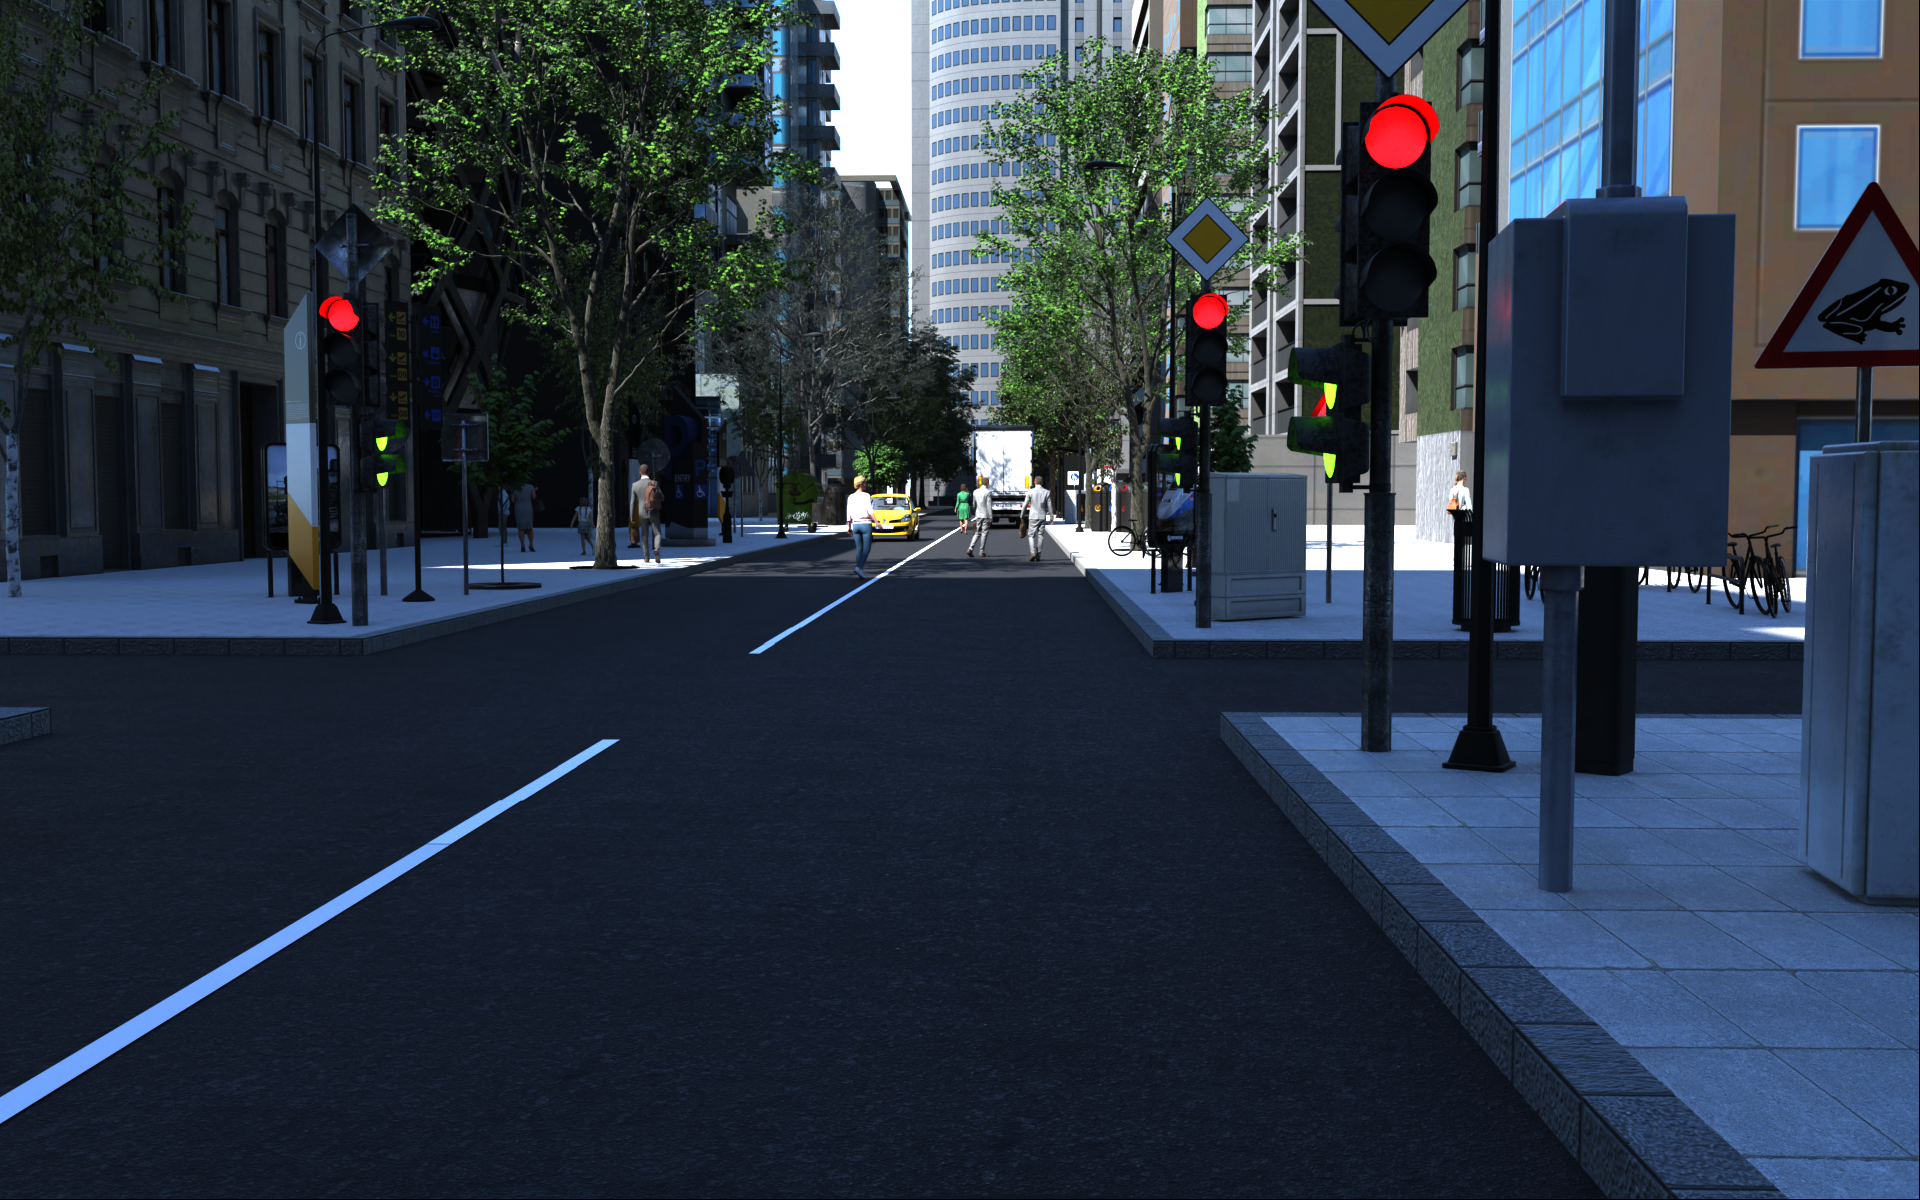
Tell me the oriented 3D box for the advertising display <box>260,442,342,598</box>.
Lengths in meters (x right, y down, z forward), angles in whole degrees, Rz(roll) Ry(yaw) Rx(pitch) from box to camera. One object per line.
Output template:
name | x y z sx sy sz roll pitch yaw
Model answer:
advertising display | -8.256 -1.011 21.741 0.974 1.923 0.123 -3 5 -45

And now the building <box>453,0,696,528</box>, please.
building | -18.779 -14.888 73.099 12.332 23.373 15.834 0 4 2

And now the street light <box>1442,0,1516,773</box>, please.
street light | 1.902 -2.168 7.995 1.470 5.913 1.316 0 4 2

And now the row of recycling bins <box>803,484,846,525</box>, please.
row of recycling bins | -5.748 -4.007 72.627 1.069 1.692 3.534 -2 4 -25

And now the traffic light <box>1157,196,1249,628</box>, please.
traffic light | 2.321 -1.689 16.540 0.839 4.253 0.868 0 4 2

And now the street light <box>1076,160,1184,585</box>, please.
street light | 2.434 -3.164 24.267 1.470 5.913 1.316 0 4 2

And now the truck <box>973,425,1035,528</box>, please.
truck | 1.943 -5.323 75.943 2.839 4.237 11.283 0 4 2

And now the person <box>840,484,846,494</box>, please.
person | -5.849 -4.748 83.940 0.793 1.790 0.793 0 4 -1

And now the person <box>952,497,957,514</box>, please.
person | -0.187 -6.823 123.295 0.697 1.427 0.421 1 4 15

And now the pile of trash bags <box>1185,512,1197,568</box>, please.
pile of trash bags | 5.083 -1.326 31.438 1.912 1.369 3.447 1 4 13

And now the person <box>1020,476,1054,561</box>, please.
person | 1.639 -1.738 37.037 0.709 1.813 0.853 0 4 -8

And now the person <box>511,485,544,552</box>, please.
person | -9.589 -1.961 38.463 0.716 1.782 0.532 -1 4 -10

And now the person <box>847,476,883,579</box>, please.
person | -1.638 -1.227 29.226 0.731 1.740 0.598 1 4 19

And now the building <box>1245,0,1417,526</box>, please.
building | 21.961 -38.853 73.498 20.563 71.187 20.611 0 4 2

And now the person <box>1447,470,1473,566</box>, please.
person | 8.752 -1.422 30.304 0.522 1.701 0.512 -2 4 -32

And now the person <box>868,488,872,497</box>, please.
person | -6.514 -7.272 125.862 0.541 1.710 0.530 -3 4 -36

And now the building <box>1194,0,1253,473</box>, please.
building | 20.596 -25.510 100.688 14.154 41.232 14.086 0 4 2

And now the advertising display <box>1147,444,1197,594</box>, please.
advertising display | 2.772 -1.064 22.607 0.123 1.923 0.974 3 5 41

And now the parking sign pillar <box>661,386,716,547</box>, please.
parking sign pillar | -6.748 -3.311 42.608 1.447 3.967 1.447 -3 5 -42

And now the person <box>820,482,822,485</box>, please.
person | -6.422 -4.565 80.541 0.748 1.841 0.638 -2 4 -25

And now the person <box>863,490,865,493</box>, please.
person | -9.058 -9.716 164.767 0.599 1.838 0.709 1 4 17

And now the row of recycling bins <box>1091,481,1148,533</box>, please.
row of recycling bins | 5.571 -3.112 57.998 1.069 1.692 3.534 -2 4 -29

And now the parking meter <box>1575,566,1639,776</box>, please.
parking meter | 2.912 -0.141 8.022 0.399 1.863 0.255 3 5 41

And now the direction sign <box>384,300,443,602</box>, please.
direction sign | -6.490 -1.753 20.656 0.379 3.537 0.876 2 4 27

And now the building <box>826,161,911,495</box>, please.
building | -18.047 -31.092 200.240 23.993 40.220 32.217 0 4 2

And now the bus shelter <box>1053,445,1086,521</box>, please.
bus shelter | 5.556 -5.829 86.590 1.731 3.624 6.357 0 4 2

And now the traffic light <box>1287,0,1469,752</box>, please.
traffic light | 2.065 -1.201 8.559 0.839 4.253 0.868 0 4 2

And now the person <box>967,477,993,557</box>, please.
person | 0.525 -1.881 39.382 0.709 1.813 0.853 3 5 40

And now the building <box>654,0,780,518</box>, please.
building | -22.474 -48.532 106.178 22.319 86.520 31.000 0 4 2

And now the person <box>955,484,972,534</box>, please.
person | 0.127 -3.248 61.853 0.600 1.795 0.529 0 4 -8

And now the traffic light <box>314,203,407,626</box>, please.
traffic light | -5.837 -1.704 16.784 0.839 4.253 0.868 0 4 2

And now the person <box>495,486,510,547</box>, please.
person | -11.193 -2.113 42.400 0.330 1.601 0.589 0 4 4

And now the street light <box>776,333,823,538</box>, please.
street light | -4.635 -4.736 49.973 1.470 5.913 1.316 0 4 2

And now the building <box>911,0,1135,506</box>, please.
building | 8.846 -39.807 192.838 28.212 58.520 21.231 0 4 2

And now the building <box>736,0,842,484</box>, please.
building | -25.854 -32.334 148.276 30.456 49.044 23.786 0 4 2

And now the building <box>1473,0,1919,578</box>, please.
building | 18.561 -23.315 31.315 14.200 45.320 14.600 0 4 2

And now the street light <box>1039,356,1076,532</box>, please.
street light | 3.461 -5.212 57.764 1.470 5.913 1.316 0 4 2

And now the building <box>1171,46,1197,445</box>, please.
building | 20.922 -21.031 115.561 14.160 30.474 14.107 0 4 2

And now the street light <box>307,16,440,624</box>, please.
street light | -5.756 -2.720 17.017 1.470 5.913 1.316 0 4 2

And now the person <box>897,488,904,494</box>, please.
person | -5.362 -9.103 154.738 0.599 1.838 0.709 -2 4 -32

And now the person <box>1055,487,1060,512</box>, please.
person | 6.939 -7.235 124.354 0.705 1.821 1.348 -2 4 -33

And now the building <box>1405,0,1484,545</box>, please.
building | 19.844 -16.990 49.483 14.160 30.474 14.107 0 4 2

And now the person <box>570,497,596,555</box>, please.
person | -7.914 -1.547 36.347 0.505 1.210 0.382 -2 4 -26

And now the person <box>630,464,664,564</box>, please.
person | -5.800 -1.598 32.132 0.622 1.834 0.822 -1 4 -11

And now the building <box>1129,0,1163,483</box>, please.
building | 25.903 -32.035 147.466 21.300 48.544 21.600 0 4 2

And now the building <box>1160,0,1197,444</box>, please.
building | 22.612 -29.319 129.484 14.600 45.320 14.200 0 4 2

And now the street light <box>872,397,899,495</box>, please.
street light | -3.617 -6.745 82.827 1.470 5.913 1.316 0 4 2
